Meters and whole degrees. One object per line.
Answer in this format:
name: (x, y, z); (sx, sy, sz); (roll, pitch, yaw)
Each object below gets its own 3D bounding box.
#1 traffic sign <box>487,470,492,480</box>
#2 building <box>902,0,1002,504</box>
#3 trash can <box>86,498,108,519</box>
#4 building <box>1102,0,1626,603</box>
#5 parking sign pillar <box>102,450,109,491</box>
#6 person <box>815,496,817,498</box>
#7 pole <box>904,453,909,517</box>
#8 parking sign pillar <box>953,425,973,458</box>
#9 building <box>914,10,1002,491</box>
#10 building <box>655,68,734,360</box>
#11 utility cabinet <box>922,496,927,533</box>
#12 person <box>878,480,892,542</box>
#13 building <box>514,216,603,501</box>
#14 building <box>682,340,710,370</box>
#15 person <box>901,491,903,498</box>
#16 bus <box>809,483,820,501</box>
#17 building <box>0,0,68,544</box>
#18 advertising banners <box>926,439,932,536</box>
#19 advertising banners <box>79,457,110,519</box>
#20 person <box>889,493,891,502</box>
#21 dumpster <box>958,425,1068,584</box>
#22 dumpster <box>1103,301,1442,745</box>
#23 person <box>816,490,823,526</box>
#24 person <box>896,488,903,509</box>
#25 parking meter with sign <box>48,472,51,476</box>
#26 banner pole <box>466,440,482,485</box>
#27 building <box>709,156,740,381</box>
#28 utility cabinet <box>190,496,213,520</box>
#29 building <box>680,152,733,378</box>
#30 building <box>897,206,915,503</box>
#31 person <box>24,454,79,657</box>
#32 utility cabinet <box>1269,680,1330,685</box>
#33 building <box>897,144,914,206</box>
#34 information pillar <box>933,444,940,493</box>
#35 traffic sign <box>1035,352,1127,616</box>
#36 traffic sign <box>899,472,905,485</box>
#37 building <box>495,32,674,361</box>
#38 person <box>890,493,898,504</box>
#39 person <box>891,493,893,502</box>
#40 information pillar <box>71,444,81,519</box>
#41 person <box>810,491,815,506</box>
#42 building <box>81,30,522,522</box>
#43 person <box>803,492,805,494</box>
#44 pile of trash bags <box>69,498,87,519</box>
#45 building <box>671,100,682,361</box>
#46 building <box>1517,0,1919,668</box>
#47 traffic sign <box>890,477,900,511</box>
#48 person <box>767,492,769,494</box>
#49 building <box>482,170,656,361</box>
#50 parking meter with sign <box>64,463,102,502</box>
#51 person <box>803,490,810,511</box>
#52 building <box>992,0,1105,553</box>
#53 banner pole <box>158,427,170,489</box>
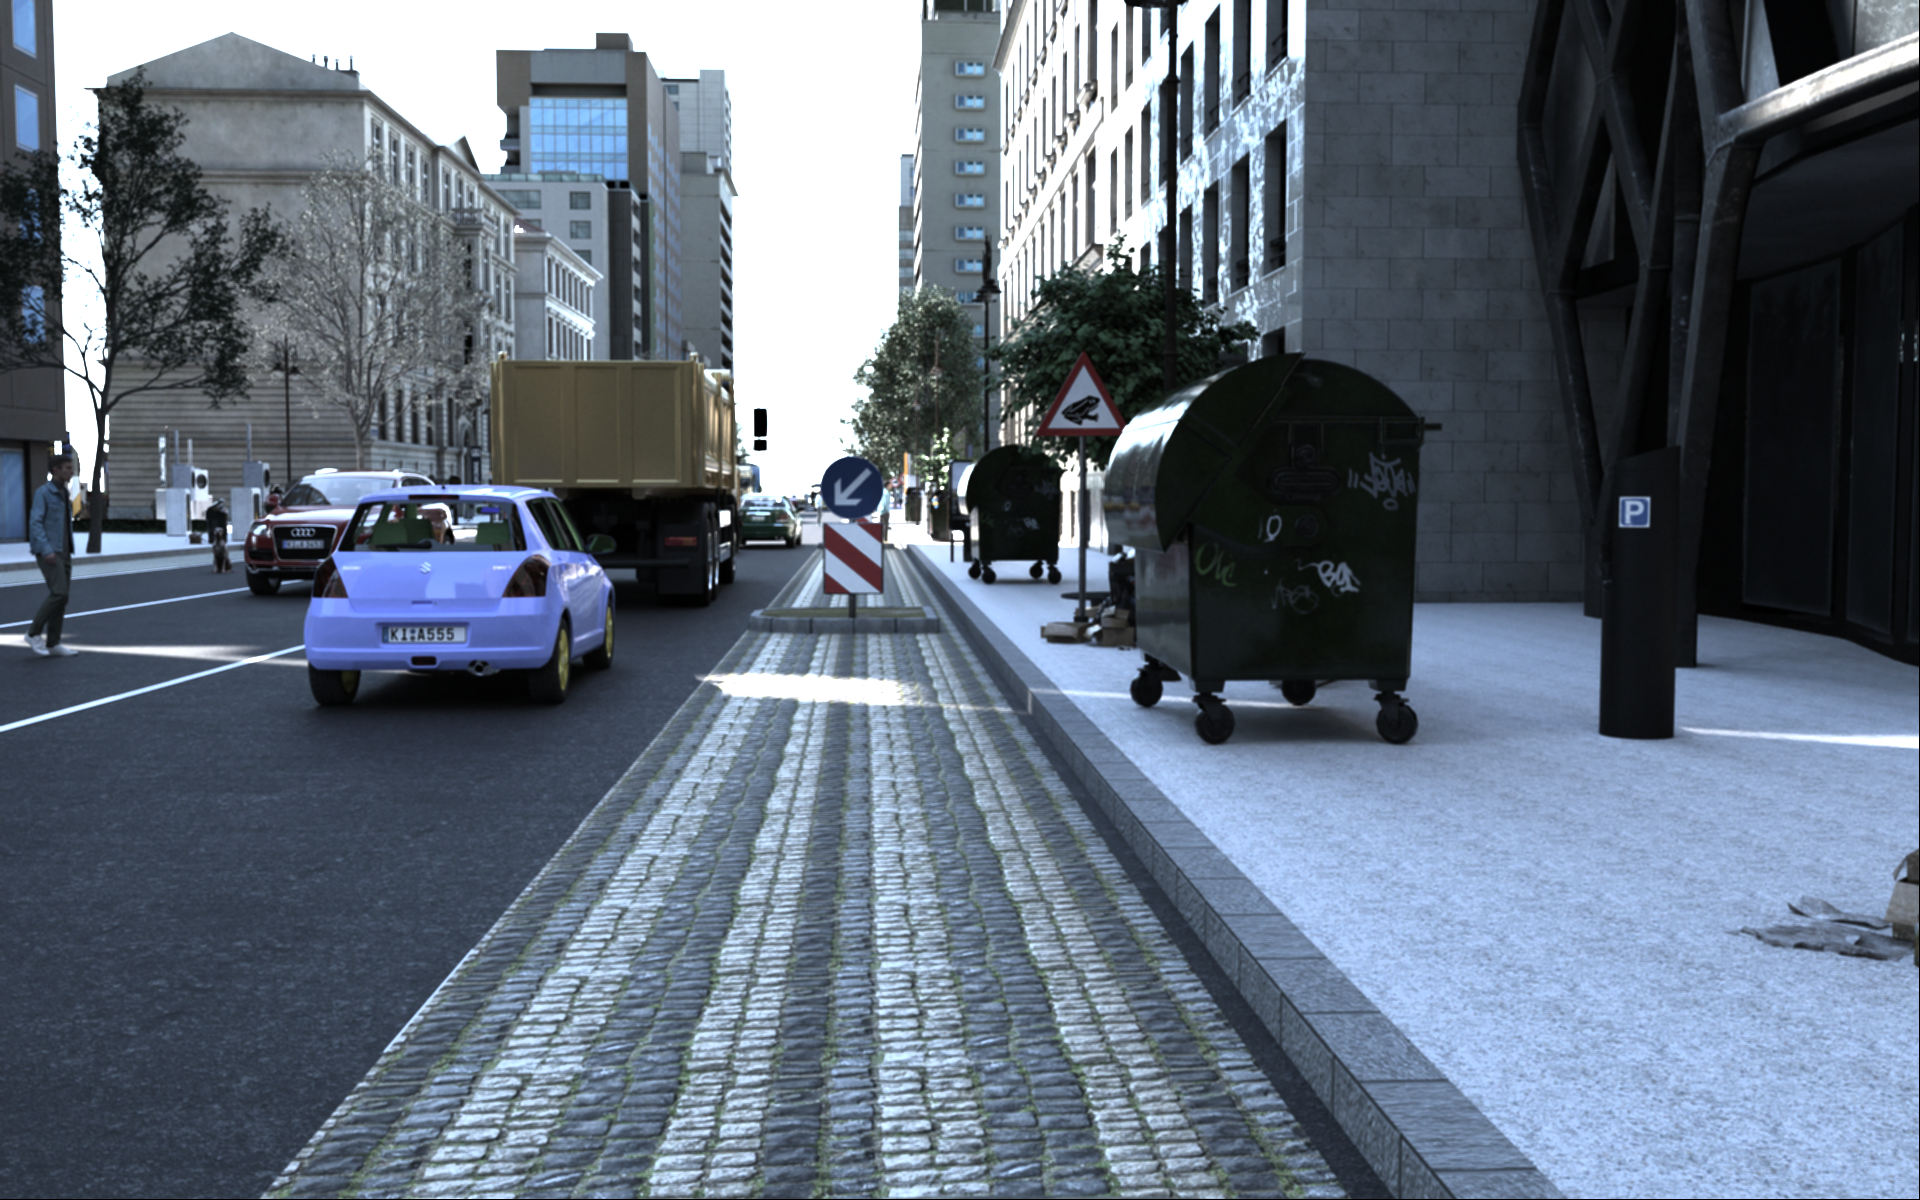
traffic sign: (-18.555, -4.106, 69.324); (0.795, 2.593, 0.064); (0, 4, -3)
building: (3.204, -47.453, 214.109); (20.563, 71.187, 20.611); (0, 4, -3)
trash can: (-32.124, -3.233, 64.514); (0.748, 1.137, 0.748); (0, 3, 0)
building: (8.689, -10.616, 28.330); (10.420, 20.320, 16.860); (0, 4, -3)
parking sign pillar: (-50.749, -7.069, 104.051); (1.447, 3.967, 1.447); (3, 4, 36)
person: (-15.566, -11.131, 191.195); (1.217, 1.736, 0.721); (-3, 4, -38)
pole: (-2.652, -5.643, 86.113); (0.158, 3.312, 0.155); (0, 3, 0)
parking sign pillar: (-0.074, -4.893, 68.477); (1.447, 3.967, 1.447); (-3, 5, -42)
building: (6.429, -33.537, 172.031); (21.300, 48.544, 21.600); (0, 4, -3)
building: (-47.040, -52.456, 295.900); (20.563, 71.187, 20.611); (0, 4, -3)
utility cabinet: (-0.768, -2.792, 56.803); (1.020, 1.237, 0.306); (3, 4, 37)
person: (-2.197, -2.474, 48.962); (0.620, 1.820, 0.660); (-2, 4, -28)
building: (-32.885, -17.598, 123.889); (11.583, 22.565, 21.152); (0, 4, -3)
building: (-45.179, -22.226, 208.436); (27.650, 21.520, 28.899); (0, 4, -3)
person: (-4.630, -8.557, 145.316); (0.648, 1.900, 0.474); (-3, 5, -41)
bus: (-22.562, -17.323, 278.085); (2.948, 3.499, 13.247); (0, 4, -2)
building: (-30.793, -23.753, 38.472); (14.600, 45.320, 14.200); (0, 4, -3)
advertising banners: (-0.935, -3.539, 54.048); (0.090, 3.025, 2.074); (0, 4, 3)
advertising banners: (-41.041, -5.239, 81.848); (2.074, 3.025, 0.090); (0, 4, 5)
person: (-11.271, -16.678, 279.464); (1.217, 1.736, 0.721); (1, 4, 11)
dumpster: (0.772, -1.399, 25.370); (1.502, 2.255, 1.985); (0, 4, -3)
dumpster: (1.669, -0.435, 9.614); (1.502, 2.255, 1.985); (0, 4, -3)
person: (-6.292, -4.112, 77.538); (0.330, 1.601, 0.589); (1, 4, 8)
person: (-5.272, -8.836, 150.686); (0.709, 1.800, 0.728); (0, 4, -6)
parking meter with sign: (-57.974, -7.033, 111.254); (1.738, 3.016, 0.543); (3, 5, 42)
banner pole: (-22.367, -5.475, 79.537); (0.863, 3.779, 0.401); (0, 4, -1)
building: (-49.646, -41.772, 272.209); (28.713, 52.752, 27.495); (0, 4, -3)
utility cabinet: (-27.943, -3.199, 63.471); (1.020, 1.237, 0.306); (-2, 4, -25)
building: (-44.076, -38.180, 247.940); (21.300, 48.544, 21.600); (0, 4, -3)
building: (-1.955, -34.493, 247.557); (14.154, 41.232, 14.086); (0, 4, -3)
person: (-7.995, -0.391, 15.233); (0.444, 1.785, 0.601); (0, 4, 4)
utility cabinet: (2.431, -0.196, 11.879); (0.318, 1.500, 1.173); (2, 4, 27)
building: (-0.133, -46.234, 297.930); (21.231, 58.520, 28.212); (0, 4, -3)
information pillar: (-1.019, -5.437, 80.255); (0.504, 3.616, 0.183); (1, 4, 23)
traffic sign: (1.128, -0.974, 15.922); (0.884, 2.594, 0.081); (0, 4, -3)
traffic sign: (-3.159, -6.141, 100.503); (0.768, 2.556, 0.104); (0, 4, 4)
building: (-37.053, -31.945, 172.418); (14.600, 45.320, 14.200); (0, 4, -3)
person: (-6.136, -9.677, 164.988); (1.217, 1.736, 0.721); (0, 4, 5)
person: (-11.327, -17.435, 292.045); (0.436, 1.711, 0.756); (-2, 4, -28)
information pillar: (-41.352, -5.482, 80.987); (0.504, 3.616, 0.183); (2, 4, 27)
person: (-17.266, -11.854, 202.336); (0.705, 1.821, 1.348); (1, 4, 23)
building: (-33.185, -16.930, 95.882); (14.460, 24.649, 34.723); (0, 4, -3)
person: (-23.683, -15.598, 263.467); (1.348, 1.831, 0.705); (-2, 4, -32)
pile of trash bags: (-46.248, -4.945, 90.595); (3.447, 1.369, 1.912); (2, 4, 34)
building: (-37.721, -32.811, 186.577); (14.600, 45.320, 14.200); (0, 4, -3)
building: (13.388, -8.829, 11.805); (16.820, 18.784, 16.811); (0, 4, -3)
traffic sign: (-4.917, -8.022, 131.269); (0.768, 2.556, 0.104); (0, 4, -3)
person: (-24.504, -12.941, 220.803); (1.217, 1.743, 0.721); (1, 4, 22)
building: (-35.707, -23.665, 158.624); (14.160, 30.474, 14.107); (0, 4, -3)
parking meter with sign: (-53.348, -6.670, 105.323); (1.738, 3.016, 0.543); (-1, 4, -17)
person: (-13.156, -8.565, 148.742); (0.606, 1.804, 0.583); (-1, 4, -8)
building: (9.560, -13.367, 51.832); (16.112, 22.955, 30.059); (0, 4, -3)
banner pole: (-29.449, -4.537, 64.197); (0.401, 3.779, 0.863); (0, 4, 4)
